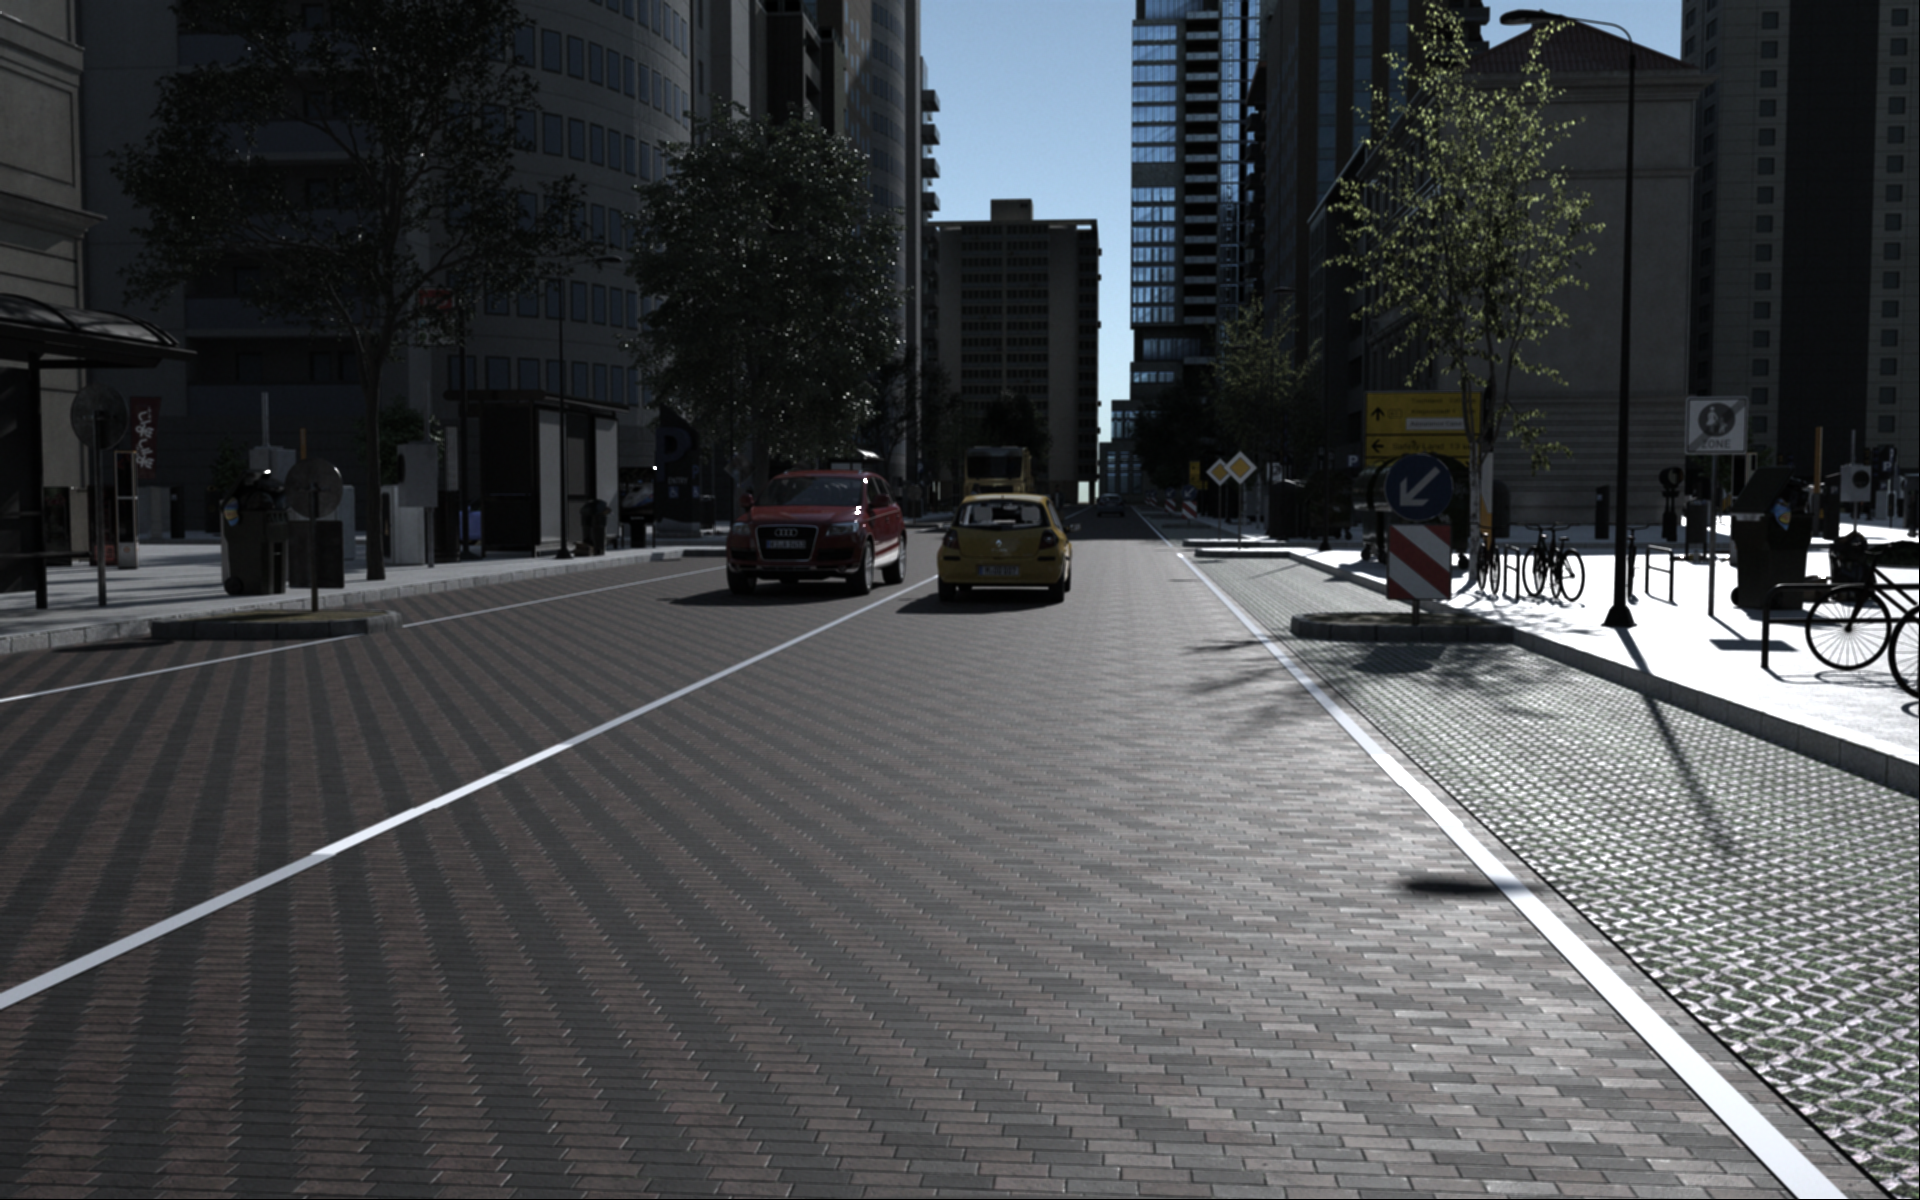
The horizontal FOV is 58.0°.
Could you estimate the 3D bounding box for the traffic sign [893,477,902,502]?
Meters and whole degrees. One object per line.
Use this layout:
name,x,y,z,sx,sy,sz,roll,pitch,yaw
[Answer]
traffic sign,-3.775,-6.261,104.495,0.606,2.300,0.079,1,4,10

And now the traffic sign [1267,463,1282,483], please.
traffic sign,10.305,-3.327,56.523,0.606,2.300,0.079,1,4,9

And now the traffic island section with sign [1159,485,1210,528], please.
traffic island section with sign,9.489,-3.922,72.758,1.989,1.847,2.006,0,4,5

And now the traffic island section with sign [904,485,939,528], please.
traffic island section with sign,-1.909,-3.966,73.478,1.989,1.847,2.006,0,4,5

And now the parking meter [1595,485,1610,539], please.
parking meter,18.328,-2.508,49.410,0.372,1.533,0.369,0,3,0

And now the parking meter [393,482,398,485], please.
parking meter,-19.427,-3.292,59.532,0.399,1.863,0.255,2,4,24

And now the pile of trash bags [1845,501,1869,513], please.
pile of trash bags,60.341,-6.502,116.062,1.912,1.369,3.447,2,4,26

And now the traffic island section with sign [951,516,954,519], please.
traffic island section with sign,0.552,-5.608,100.321,1.989,1.847,2.006,0,4,5

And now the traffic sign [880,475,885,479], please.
traffic sign,-4.288,-5.695,95.236,0.606,2.300,0.079,0,4,6

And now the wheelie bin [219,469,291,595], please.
wheelie bin,-8.973,-0.872,22.172,0.693,1.594,0.980,1,4,9

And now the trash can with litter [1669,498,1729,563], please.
trash can with litter,14.547,-1.364,33.361,2.233,1.210,1.678,-2,4,-27

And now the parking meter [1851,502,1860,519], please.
parking meter,46.119,-5.103,89.138,0.255,1.863,0.399,0,4,-3

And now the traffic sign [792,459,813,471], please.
traffic sign,-4.468,-2.771,48.944,0.795,2.450,0.064,0,4,5

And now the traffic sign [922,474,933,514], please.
traffic sign,-2.090,-6.605,108.095,0.768,2.556,0.104,1,4,10

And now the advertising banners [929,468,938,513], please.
advertising banners,-1.785,-7.292,115.404,0.090,3.025,2.074,-1,4,-16

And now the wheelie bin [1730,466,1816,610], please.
wheelie bin,9.114,-0.706,19.450,0.693,1.594,0.980,-1,4,-10

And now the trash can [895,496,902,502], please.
trash can,-3.815,-5.789,106.297,0.748,1.137,0.748,0,3,0

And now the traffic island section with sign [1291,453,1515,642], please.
traffic island section with sign,4.429,-0.551,17.644,1.989,1.847,2.006,0,4,5

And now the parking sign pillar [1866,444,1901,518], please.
parking sign pillar,50.333,-6.486,94.511,1.447,3.967,1.447,0,4,-7

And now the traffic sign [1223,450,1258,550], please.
traffic sign,6.445,-2.218,39.906,0.795,2.450,0.064,0,4,5

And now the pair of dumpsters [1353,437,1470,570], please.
pair of dumpsters,8.220,-1.771,31.450,1.574,2.255,4.437,0,4,5

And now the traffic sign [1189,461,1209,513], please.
traffic sign,15.137,-6.854,105.935,2.265,3.308,0.079,1,4,14

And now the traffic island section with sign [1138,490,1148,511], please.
traffic island section with sign,16.531,-8.601,149.260,1.989,1.847,2.006,0,4,5

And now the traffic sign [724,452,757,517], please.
traffic sign,-5.198,-2.284,40.992,0.795,2.450,0.064,0,4,5

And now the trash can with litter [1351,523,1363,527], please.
trash can with litter,15.272,-3.522,68.636,1.678,1.210,2.233,-1,4,-16

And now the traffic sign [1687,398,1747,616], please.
traffic sign,7.930,-0.984,18.224,0.606,2.300,0.079,1,4,13

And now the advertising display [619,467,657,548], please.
advertising display,-7.681,-2.208,41.311,0.974,1.923,0.123,1,4,19

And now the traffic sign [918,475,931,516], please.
traffic sign,-2.088,-6.191,102.404,0.795,2.450,0.064,0,4,8

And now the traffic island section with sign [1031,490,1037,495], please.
traffic island section with sign,7.667,-10.343,177.730,1.989,1.847,2.006,0,4,5

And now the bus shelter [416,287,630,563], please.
bus shelter,-9.197,-3.582,36.193,2.179,5.291,8.768,0,4,5

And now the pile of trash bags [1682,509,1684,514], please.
pile of trash bags,46.486,-6.308,112.884,1.912,1.369,3.447,0,4,-2

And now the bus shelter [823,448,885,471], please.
bus shelter,-4.706,-5.090,77.144,2.014,3.302,5.546,0,4,5

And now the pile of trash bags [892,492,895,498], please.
pile of trash bags,-4.205,-4.622,85.322,1.912,1.369,3.447,2,4,29

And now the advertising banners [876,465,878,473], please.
advertising banners,-5.186,-6.693,105.618,0.090,3.025,2.074,-1,4,-11

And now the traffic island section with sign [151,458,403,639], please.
traffic island section with sign,-6.996,-0.581,18.120,1.989,1.847,2.006,0,4,5

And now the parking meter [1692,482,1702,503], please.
parking meter,35.243,-4.719,82.868,0.255,1.863,0.399,-1,4,-17

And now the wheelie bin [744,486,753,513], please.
wheelie bin,-7.597,-3.432,64.025,0.693,1.594,0.980,2,4,28

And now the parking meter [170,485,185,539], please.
parking meter,-22.578,-2.541,49.952,0.372,1.533,0.369,0,3,0

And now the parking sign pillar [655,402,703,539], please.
parking sign pillar,-8.223,-3.785,50.364,1.447,3.967,1.447,2,4,26

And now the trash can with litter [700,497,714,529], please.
trash can with litter,-9.355,-3.172,63.253,0.624,1.170,1.055,-2,4,-27

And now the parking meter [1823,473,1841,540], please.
parking meter,24.521,-2.632,48.739,0.399,1.863,0.255,0,4,5

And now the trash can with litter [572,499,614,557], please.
trash can with litter,-7.622,-1.499,35.898,0.624,1.170,1.055,0,4,8

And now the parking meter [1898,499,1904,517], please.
parking meter,52.058,-5.507,95.746,0.255,1.863,0.399,0,4,7

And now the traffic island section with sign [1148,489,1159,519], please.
traffic island section with sign,11.956,-5.564,99.600,1.989,1.847,2.006,0,4,5

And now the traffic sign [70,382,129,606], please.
traffic sign,-9.835,-1.204,19.788,0.768,2.556,0.104,1,4,14

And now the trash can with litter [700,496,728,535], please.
trash can with litter,-7.572,-2.631,54.079,2.233,1.210,1.678,1,4,11

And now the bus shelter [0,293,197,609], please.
bus shelter,-9.785,-1.397,16.771,2.014,3.302,5.546,0,4,5

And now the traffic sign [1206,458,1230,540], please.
traffic sign,7.176,-2.704,47.858,0.795,2.450,0.064,0,4,5

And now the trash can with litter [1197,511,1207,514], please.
trash can with litter,16.122,-6.244,113.152,2.233,1.210,1.678,3,5,44

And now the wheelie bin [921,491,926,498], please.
wheelie bin,-2.808,-7.125,124.406,0.693,1.594,0.980,0,4,4

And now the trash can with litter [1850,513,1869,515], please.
trash can with litter,55.525,-5.784,105.629,1.678,1.210,2.233,-2,4,-32

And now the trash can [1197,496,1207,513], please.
trash can,16.561,-6.532,118.453,0.748,1.137,0.748,0,3,0

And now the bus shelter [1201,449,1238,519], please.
bus shelter,13.967,-6.232,93.169,1.731,3.624,6.357,0,4,5

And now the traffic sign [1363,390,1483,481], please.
traffic sign,9.075,-2.456,34.026,2.265,3.308,0.079,1,4,9

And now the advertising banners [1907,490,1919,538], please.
advertising banners,28.163,-3.329,50.609,0.090,3.025,2.074,1,4,9

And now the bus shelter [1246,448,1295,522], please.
bus shelter,13.810,-5.149,78.107,2.014,3.302,5.546,0,4,5

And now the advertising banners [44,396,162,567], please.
advertising banners,-15.324,-2.121,30.872,2.074,3.025,0.090,-1,4,-20
